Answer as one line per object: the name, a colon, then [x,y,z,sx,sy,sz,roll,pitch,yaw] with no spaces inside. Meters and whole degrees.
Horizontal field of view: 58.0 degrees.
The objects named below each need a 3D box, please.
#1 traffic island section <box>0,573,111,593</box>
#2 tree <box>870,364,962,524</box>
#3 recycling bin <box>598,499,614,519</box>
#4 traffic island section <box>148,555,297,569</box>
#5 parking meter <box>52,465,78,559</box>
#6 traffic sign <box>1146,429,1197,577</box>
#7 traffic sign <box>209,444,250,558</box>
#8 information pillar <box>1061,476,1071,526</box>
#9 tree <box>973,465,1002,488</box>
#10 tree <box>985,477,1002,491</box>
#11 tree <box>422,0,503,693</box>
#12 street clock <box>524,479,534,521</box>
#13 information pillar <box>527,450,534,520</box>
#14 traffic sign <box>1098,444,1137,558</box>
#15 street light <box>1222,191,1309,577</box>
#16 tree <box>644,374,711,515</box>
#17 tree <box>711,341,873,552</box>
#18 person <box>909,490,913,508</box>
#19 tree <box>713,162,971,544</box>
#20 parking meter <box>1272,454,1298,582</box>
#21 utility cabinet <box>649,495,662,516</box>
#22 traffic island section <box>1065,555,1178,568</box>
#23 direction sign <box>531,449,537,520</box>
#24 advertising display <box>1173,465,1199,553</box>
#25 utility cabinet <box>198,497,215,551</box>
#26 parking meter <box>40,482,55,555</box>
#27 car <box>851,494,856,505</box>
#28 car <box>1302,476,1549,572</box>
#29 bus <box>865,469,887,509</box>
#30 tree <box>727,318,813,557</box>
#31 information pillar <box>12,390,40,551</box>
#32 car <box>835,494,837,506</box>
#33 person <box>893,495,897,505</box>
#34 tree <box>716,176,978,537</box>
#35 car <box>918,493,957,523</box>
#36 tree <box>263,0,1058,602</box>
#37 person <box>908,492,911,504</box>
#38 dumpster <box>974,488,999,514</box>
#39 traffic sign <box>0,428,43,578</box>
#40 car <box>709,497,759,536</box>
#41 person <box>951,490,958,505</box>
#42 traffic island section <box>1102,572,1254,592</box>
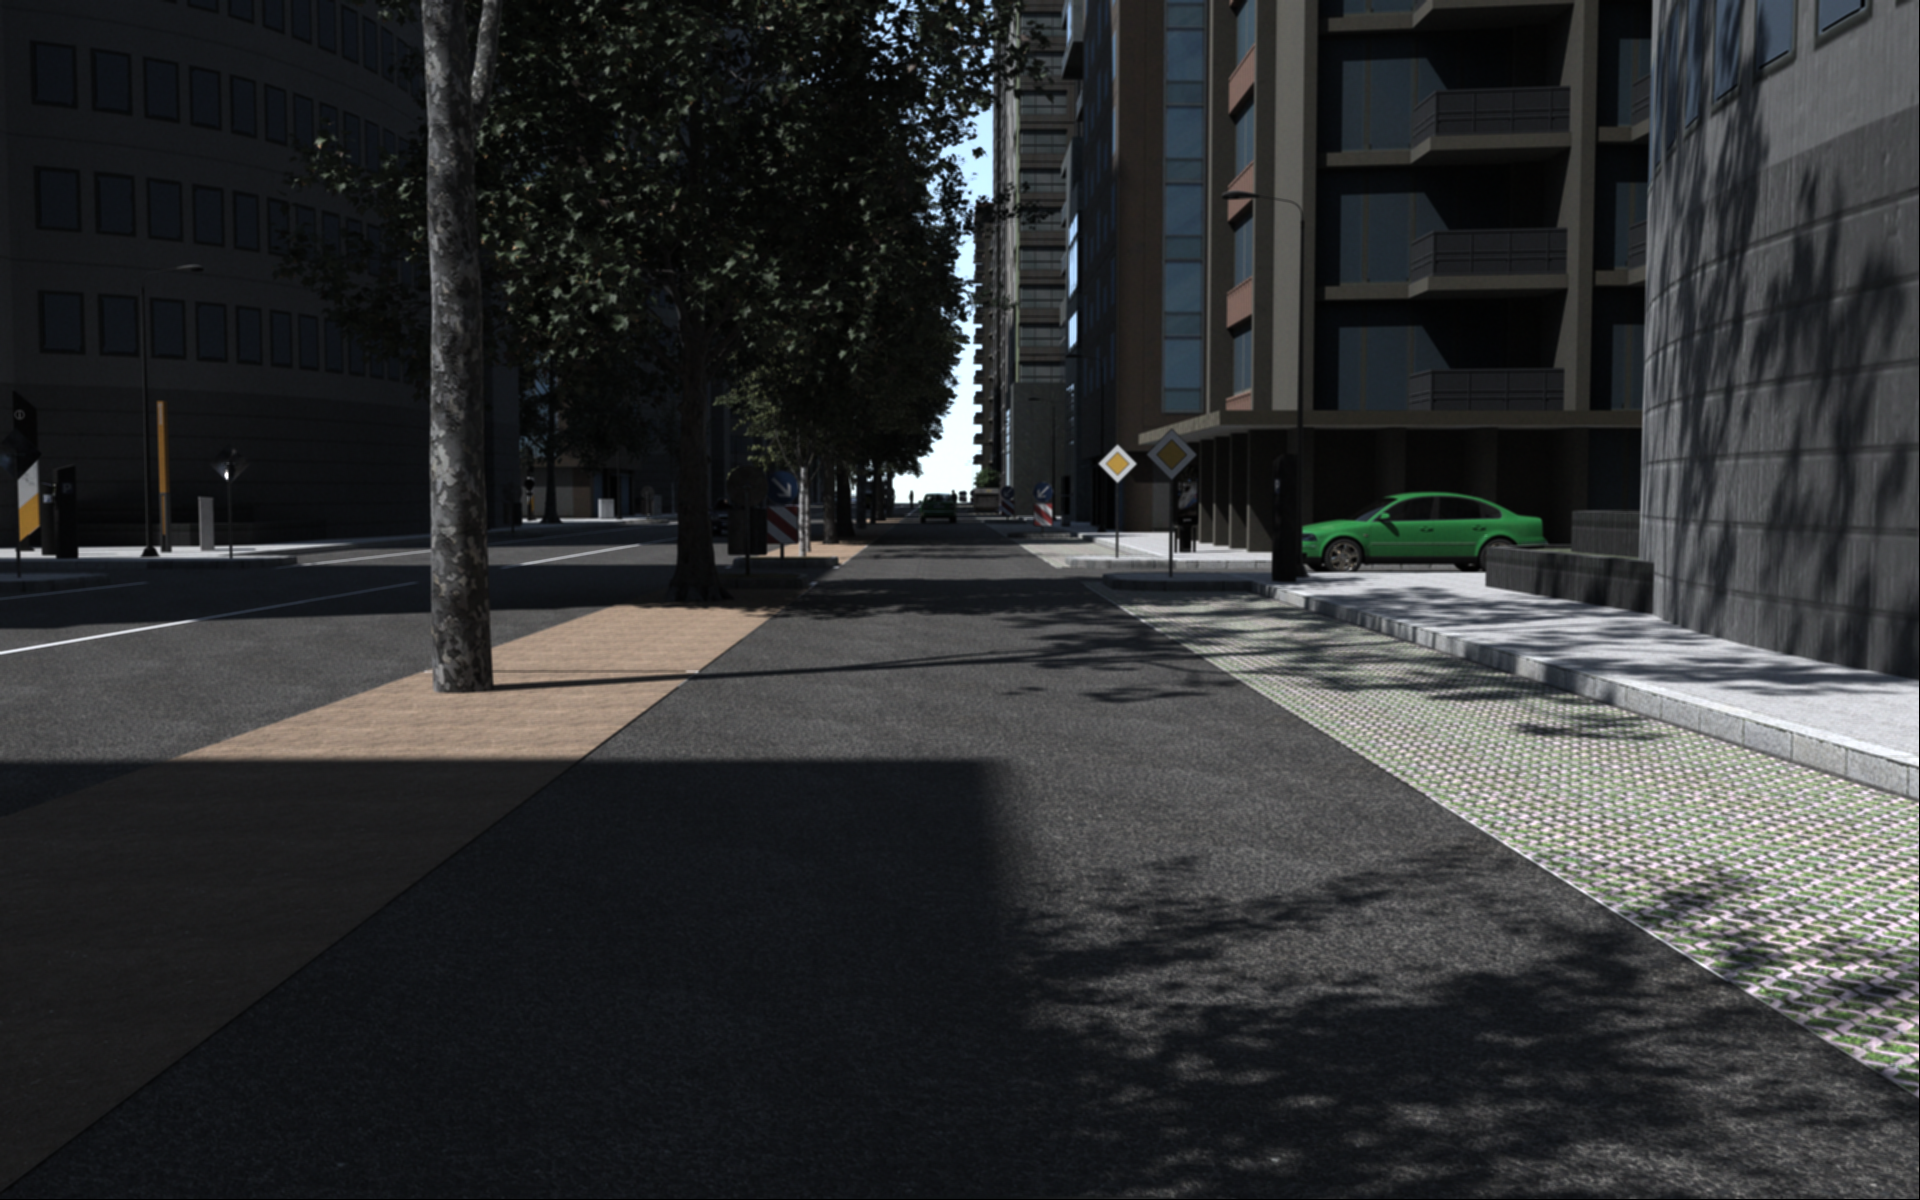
traffic island section: [-14.459,-0.263,26.576,2.009,0.180,2.903,0,4,-1]
tree: [-4.169,-8.864,81.796,8.767,10.594,7.601,0,4,-1]
recycling bin: [-18.213,-4.687,89.180,0.722,1.027,0.722,-1,4,-20]
traffic island section: [-14.566,-0.751,34.560,2.009,0.180,2.903,0,4,-1]
parking meter: [-17.837,-1.761,34.506,0.255,1.863,0.399,3,5,44]
traffic sign: [3.257,-1.412,26.730,0.795,2.450,0.064,0,4,-1]
traffic sign: [-14.542,-1.887,34.499,0.795,2.450,0.064,0,4,-1]
information pillar: [4.214,-3.943,68.967,0.304,2.012,0.304,-1,4,-14]
tree: [3.151,-13.055,197.166,4.285,4.588,4.351,0,3,0]
tree: [3.923,-12.199,194.047,1.663,3.219,1.824,0,3,0]
tree: [-2.389,-9.345,11.142,12.611,20.169,13.585,0,3,0]
street clock: [-20.638,-4.798,83.021,0.471,2.002,0.358,-1,4,-15]
information pillar: [-20.956,-5.699,84.528,0.183,3.616,0.504,1,4,14]
traffic sign: [3.151,-1.900,34.714,0.795,2.450,0.064,0,4,-1]
street light: [4.709,-3.312,26.699,1.470,5.913,1.316,0,4,-1]
tree: [-17.579,-9.593,107.212,4.360,8.622,3.978,0,3,0]
tree: [-3.734,-5.465,42.176,4.360,8.622,3.978,0,3,0]
person: [-4.873,-10.099,173.637,0.705,1.822,1.348,-1,4,-16]
tree: [-3.593,-7.832,48.630,7.486,12.596,7.792,0,3,0]
parking meter: [4.769,-1.207,25.442,0.255,1.863,0.399,-1,4,-11]
utility cabinet: [-18.225,-5.659,103.692,0.306,1.237,1.020,1,4,18]
traffic island section: [3.174,-0.765,34.792,2.009,0.180,2.903,0,4,-1]
direction sign: [-21.060,-5.707,85.309,0.379,3.537,0.876,-1,4,-9]
advertising display: [4.966,-2.014,38.137,0.123,1.923,0.974,3,4,36]
utility cabinet: [-17.224,-1.740,39.612,0.306,1.237,1.020,-2,4,-25]
parking meter: [-19.093,-1.710,36.370,0.372,1.533,0.369,0,3,0]
car: [-12.415,-11.573,201.218,2.014,1.417,4.499,0,4,-2]
car: [8.077,-1.366,31.125,4.718,1.807,1.959,0,4,-1]
bus: [-8.492,-11.052,172.243,2.896,3.916,12.252,0,3,0]
tree: [-3.460,-5.182,37.540,4.737,8.622,4.395,0,3,0]
information pillar: [-20.996,-2.910,38.939,0.504,3.616,0.183,0,4,-5]
car: [-13.205,-10.368,181.321,2.131,1.459,4.920,0,4,1]
person: [-8.911,-13.796,234.748,0.721,1.739,1.217,-2,4,-28]
tree: [-3.838,-9.066,57.339,9.857,13.997,8.962,0,3,0]
car: [-1.114,-4.780,86.942,1.959,1.807,4.718,0,4,-2]
tree: [-3.555,-6.322,22.836,9.611,12.733,9.660,0,3,0]
person: [-7.135,-14.886,251.960,0.705,1.814,1.350,-3,4,-36]
dumpster: [1.879,-7.058,123.621,1.865,1.857,1.264,0,4,-1]
traffic sign: [-14.436,-1.399,26.515,0.795,2.450,0.064,0,4,-1]
car: [-7.815,-2.910,60.162,1.945,1.354,3.894,0,4,-2]
person: [-0.627,-7.669,134.411,0.750,1.759,0.617,-2,4,-33]
traffic island section: [3.281,-0.277,26.807,2.009,0.180,2.903,0,4,-1]
